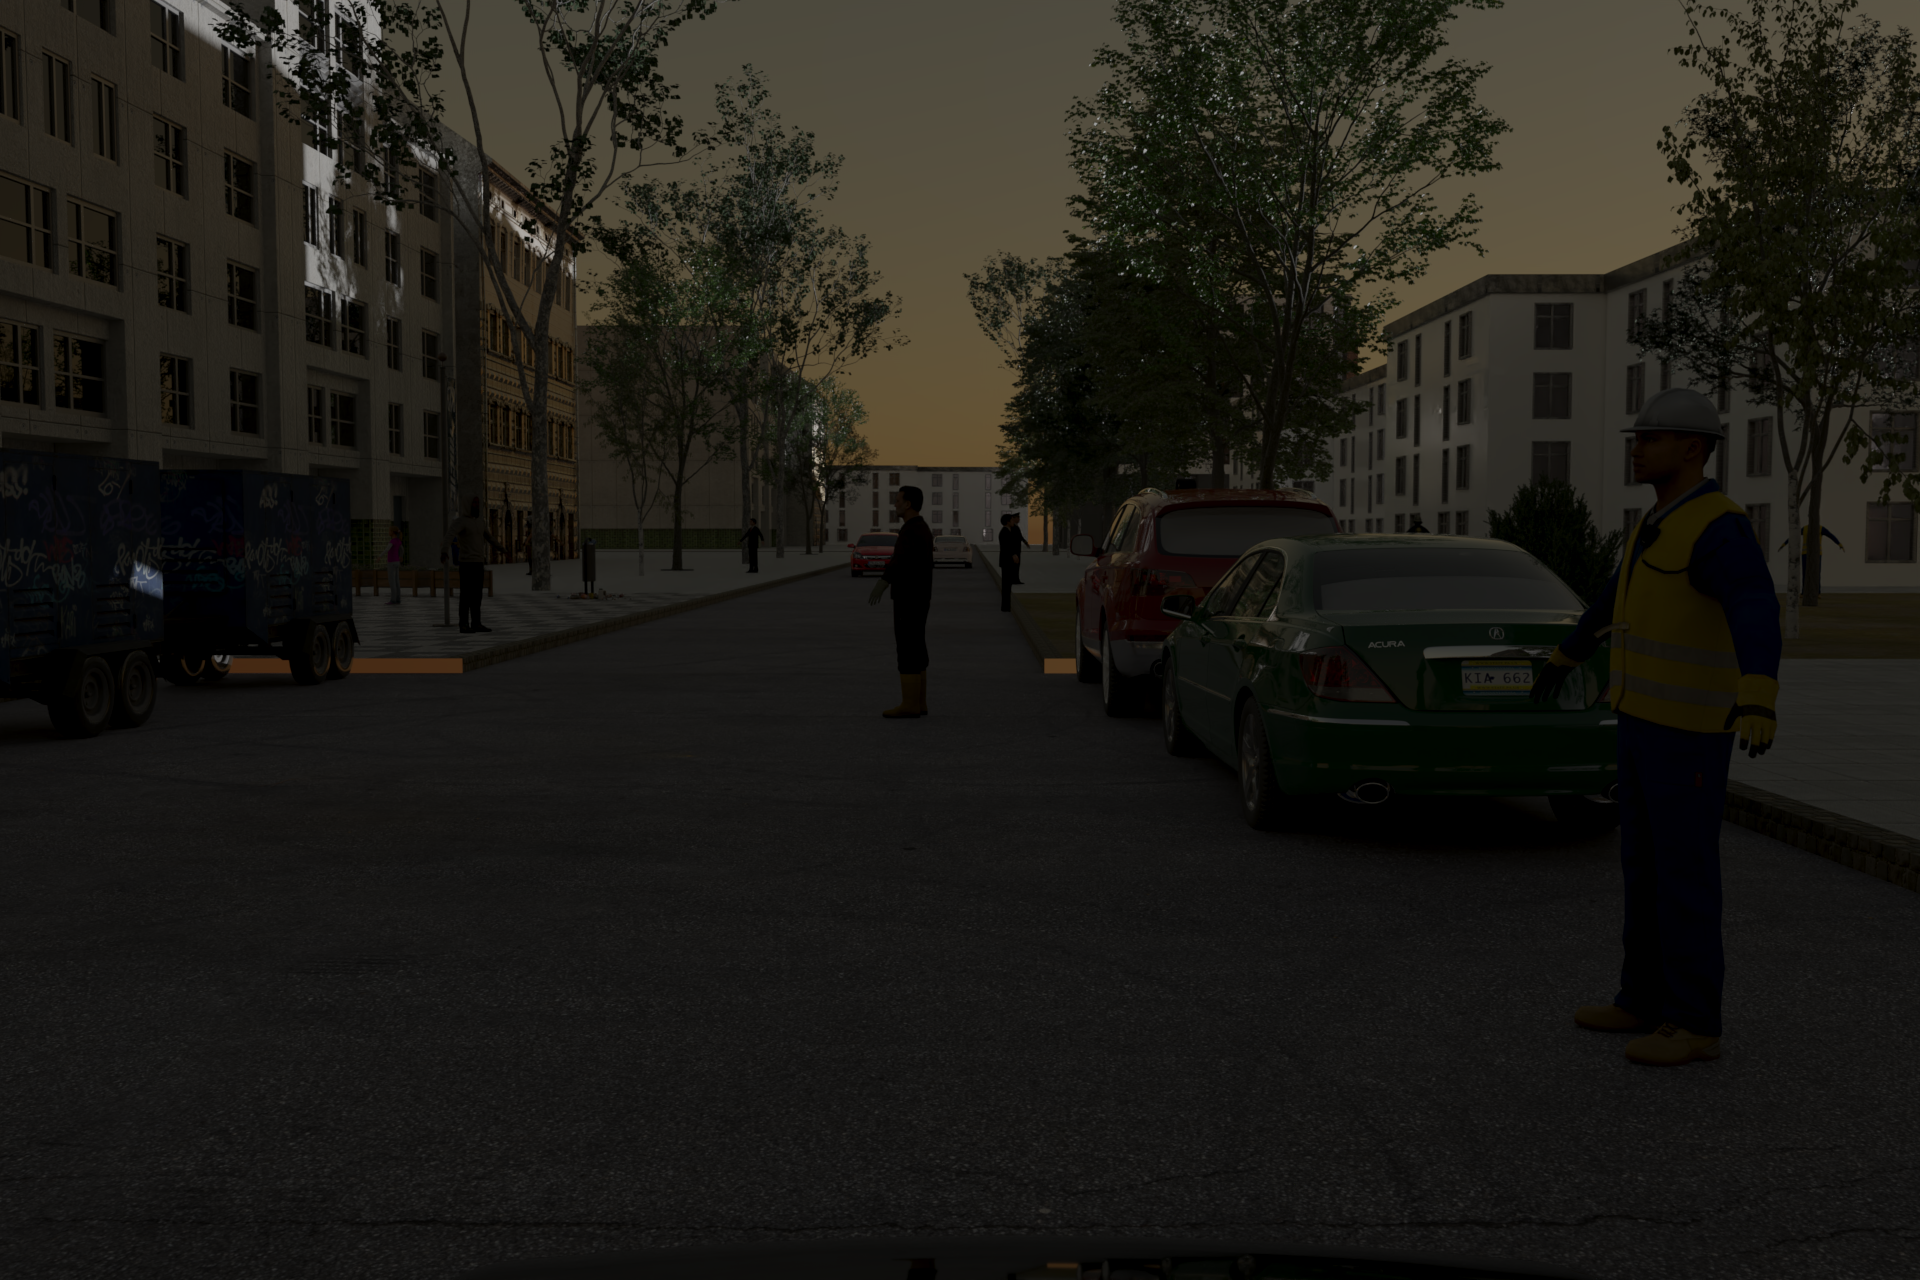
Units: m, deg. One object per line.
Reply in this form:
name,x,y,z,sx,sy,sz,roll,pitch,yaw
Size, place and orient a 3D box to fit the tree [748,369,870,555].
tree,-9.417,-11.164,108.290,9.928,11.665,9.643,0,3,0

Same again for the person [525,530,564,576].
person,-12.593,-2.824,52.317,0.704,1.843,1.345,3,5,43

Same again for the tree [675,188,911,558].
tree,-9.056,-14.517,93.237,12.611,20.169,13.585,0,3,0

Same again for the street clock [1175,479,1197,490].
street clock,2.946,-1.105,22.639,0.358,2.002,0.471,0,4,-1

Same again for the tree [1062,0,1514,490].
tree,5.316,-6.315,29.009,9.928,11.665,9.643,0,3,0

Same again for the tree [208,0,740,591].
tree,-10.493,-11.258,39.959,12.611,20.169,13.585,0,3,0

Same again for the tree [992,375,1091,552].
tree,6.076,-12.564,123.552,7.486,12.596,7.792,0,3,0

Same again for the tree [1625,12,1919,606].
tree,15.480,-5.882,30.577,7.601,10.594,8.767,-1,4,-13

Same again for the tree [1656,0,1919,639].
tree,10.235,-4.308,20.805,4.737,8.622,4.395,0,3,0

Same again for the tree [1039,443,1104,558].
tree,6.006,-8.681,92.299,4.737,8.622,4.395,0,3,0

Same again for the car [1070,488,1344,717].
car,2.142,-0.395,15.130,2.281,1.827,5.304,0,3,0

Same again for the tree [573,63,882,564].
tree,-9.730,-13.249,72.505,12.611,20.169,13.585,0,3,0

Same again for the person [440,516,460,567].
person,-15.758,-2.952,54.127,1.347,1.847,0.705,3,4,38

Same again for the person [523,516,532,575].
person,-13.388,-2.949,53.978,0.705,1.858,1.354,-2,4,-23

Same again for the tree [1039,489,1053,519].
tree,12.217,-16.063,212.997,4.360,8.622,3.978,0,3,0

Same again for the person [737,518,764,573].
person,-6.852,-3.118,57.172,1.347,1.806,0.705,3,5,44

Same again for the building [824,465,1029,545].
building,-5.531,-16.374,212.311,28.070,9.664,9.099,0,4,-5

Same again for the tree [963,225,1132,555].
tree,6.854,-15.077,102.400,12.611,20.169,13.585,0,3,0

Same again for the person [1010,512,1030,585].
person,1.434,-2.330,44.029,0.705,1.837,1.347,2,4,24

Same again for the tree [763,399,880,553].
tree,-9.511,-11.178,117.181,8.767,10.594,7.601,0,4,3

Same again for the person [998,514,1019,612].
person,0.903,-1.432,32.064,0.705,1.806,1.347,0,4,-5

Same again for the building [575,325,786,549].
building,-26.314,-18.120,162.722,16.747,18.905,31.486,0,3,0

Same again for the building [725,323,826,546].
building,-24.618,-21.912,189.188,19.493,23.208,18.063,0,4,-1

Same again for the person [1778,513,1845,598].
person,16.988,-1.719,34.562,1.216,1.772,0.721,3,4,36

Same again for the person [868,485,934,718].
person,-0.416,-0.305,13.588,0.704,1.812,1.346,1,4,14

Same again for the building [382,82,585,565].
building,-28.644,-15.165,78.879,19.493,23.208,18.063,0,4,-1

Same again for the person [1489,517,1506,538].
person,14.308,-2.355,45.302,1.217,1.733,0.721,2,4,32

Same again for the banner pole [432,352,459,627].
banner pole,-7.128,-2.090,24.191,0.401,3.779,0.863,0,4,0

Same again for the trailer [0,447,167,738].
trailer,-6.793,-0.288,11.758,1.471,1.999,3.904,0,4,1

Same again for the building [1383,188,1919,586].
building,21.556,-6.975,56.187,9.099,9.664,28.070,0,4,0

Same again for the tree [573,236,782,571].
tree,-9.778,-8.233,60.369,9.928,11.665,9.643,0,3,0

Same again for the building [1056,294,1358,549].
building,22.850,-19.569,163.924,27.936,21.610,32.646,0,4,0

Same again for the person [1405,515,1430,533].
person,14.173,-2.929,53.672,1.354,1.856,0.705,0,4,7

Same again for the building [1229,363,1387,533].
building,21.759,-9.522,97.828,9.099,9.664,28.070,0,3,0

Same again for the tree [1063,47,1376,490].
tree,5.804,-7.533,41.292,7.486,12.596,7.792,0,3,0

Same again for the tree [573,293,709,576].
tree,-9.841,-6.294,53.267,4.360,8.622,3.978,0,3,0

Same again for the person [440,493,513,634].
person,-6.320,-1.000,22.484,0.705,1.813,1.348,2,4,24

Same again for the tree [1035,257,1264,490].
tree,5.978,-7.318,54.054,7.601,10.594,8.767,-1,4,-10

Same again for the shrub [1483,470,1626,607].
shrub,6.880,-0.969,20.256,1.690,2.028,1.600,0,3,0

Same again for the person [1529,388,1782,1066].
person,1.949,0.221,4.817,0.705,1.833,1.349,0,4,-3

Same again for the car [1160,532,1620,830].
car,2.281,0.121,9.823,2.131,1.459,4.920,0,4,-1

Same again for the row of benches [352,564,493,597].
row of benches,-11.395,-1.239,35.722,4.104,0.672,1.422,1,4,21

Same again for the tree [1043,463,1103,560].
tree,5.824,-8.219,84.743,4.360,8.622,3.978,0,3,0

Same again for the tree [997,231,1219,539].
tree,6.048,-10.052,71.005,9.857,13.997,8.962,0,3,0

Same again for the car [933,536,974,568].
car,-0.422,-3.744,73.575,2.083,1.381,4.827,0,4,-1

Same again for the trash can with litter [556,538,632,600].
trash can with litter,-7.237,-1.447,34.723,1.678,1.210,2.233,0,4,2

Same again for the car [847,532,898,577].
car,-2.726,-3.049,58.899,2.155,1.783,4.494,0,4,0

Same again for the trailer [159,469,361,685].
trailer,-6.792,-0.550,16.043,1.471,1.999,3.904,0,4,0

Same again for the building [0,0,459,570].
building,-27.555,-11.170,49.094,16.747,18.905,31.486,0,4,1

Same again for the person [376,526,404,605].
person,-10.369,-1.362,31.541,0.599,1.433,0.991,0,4,7
